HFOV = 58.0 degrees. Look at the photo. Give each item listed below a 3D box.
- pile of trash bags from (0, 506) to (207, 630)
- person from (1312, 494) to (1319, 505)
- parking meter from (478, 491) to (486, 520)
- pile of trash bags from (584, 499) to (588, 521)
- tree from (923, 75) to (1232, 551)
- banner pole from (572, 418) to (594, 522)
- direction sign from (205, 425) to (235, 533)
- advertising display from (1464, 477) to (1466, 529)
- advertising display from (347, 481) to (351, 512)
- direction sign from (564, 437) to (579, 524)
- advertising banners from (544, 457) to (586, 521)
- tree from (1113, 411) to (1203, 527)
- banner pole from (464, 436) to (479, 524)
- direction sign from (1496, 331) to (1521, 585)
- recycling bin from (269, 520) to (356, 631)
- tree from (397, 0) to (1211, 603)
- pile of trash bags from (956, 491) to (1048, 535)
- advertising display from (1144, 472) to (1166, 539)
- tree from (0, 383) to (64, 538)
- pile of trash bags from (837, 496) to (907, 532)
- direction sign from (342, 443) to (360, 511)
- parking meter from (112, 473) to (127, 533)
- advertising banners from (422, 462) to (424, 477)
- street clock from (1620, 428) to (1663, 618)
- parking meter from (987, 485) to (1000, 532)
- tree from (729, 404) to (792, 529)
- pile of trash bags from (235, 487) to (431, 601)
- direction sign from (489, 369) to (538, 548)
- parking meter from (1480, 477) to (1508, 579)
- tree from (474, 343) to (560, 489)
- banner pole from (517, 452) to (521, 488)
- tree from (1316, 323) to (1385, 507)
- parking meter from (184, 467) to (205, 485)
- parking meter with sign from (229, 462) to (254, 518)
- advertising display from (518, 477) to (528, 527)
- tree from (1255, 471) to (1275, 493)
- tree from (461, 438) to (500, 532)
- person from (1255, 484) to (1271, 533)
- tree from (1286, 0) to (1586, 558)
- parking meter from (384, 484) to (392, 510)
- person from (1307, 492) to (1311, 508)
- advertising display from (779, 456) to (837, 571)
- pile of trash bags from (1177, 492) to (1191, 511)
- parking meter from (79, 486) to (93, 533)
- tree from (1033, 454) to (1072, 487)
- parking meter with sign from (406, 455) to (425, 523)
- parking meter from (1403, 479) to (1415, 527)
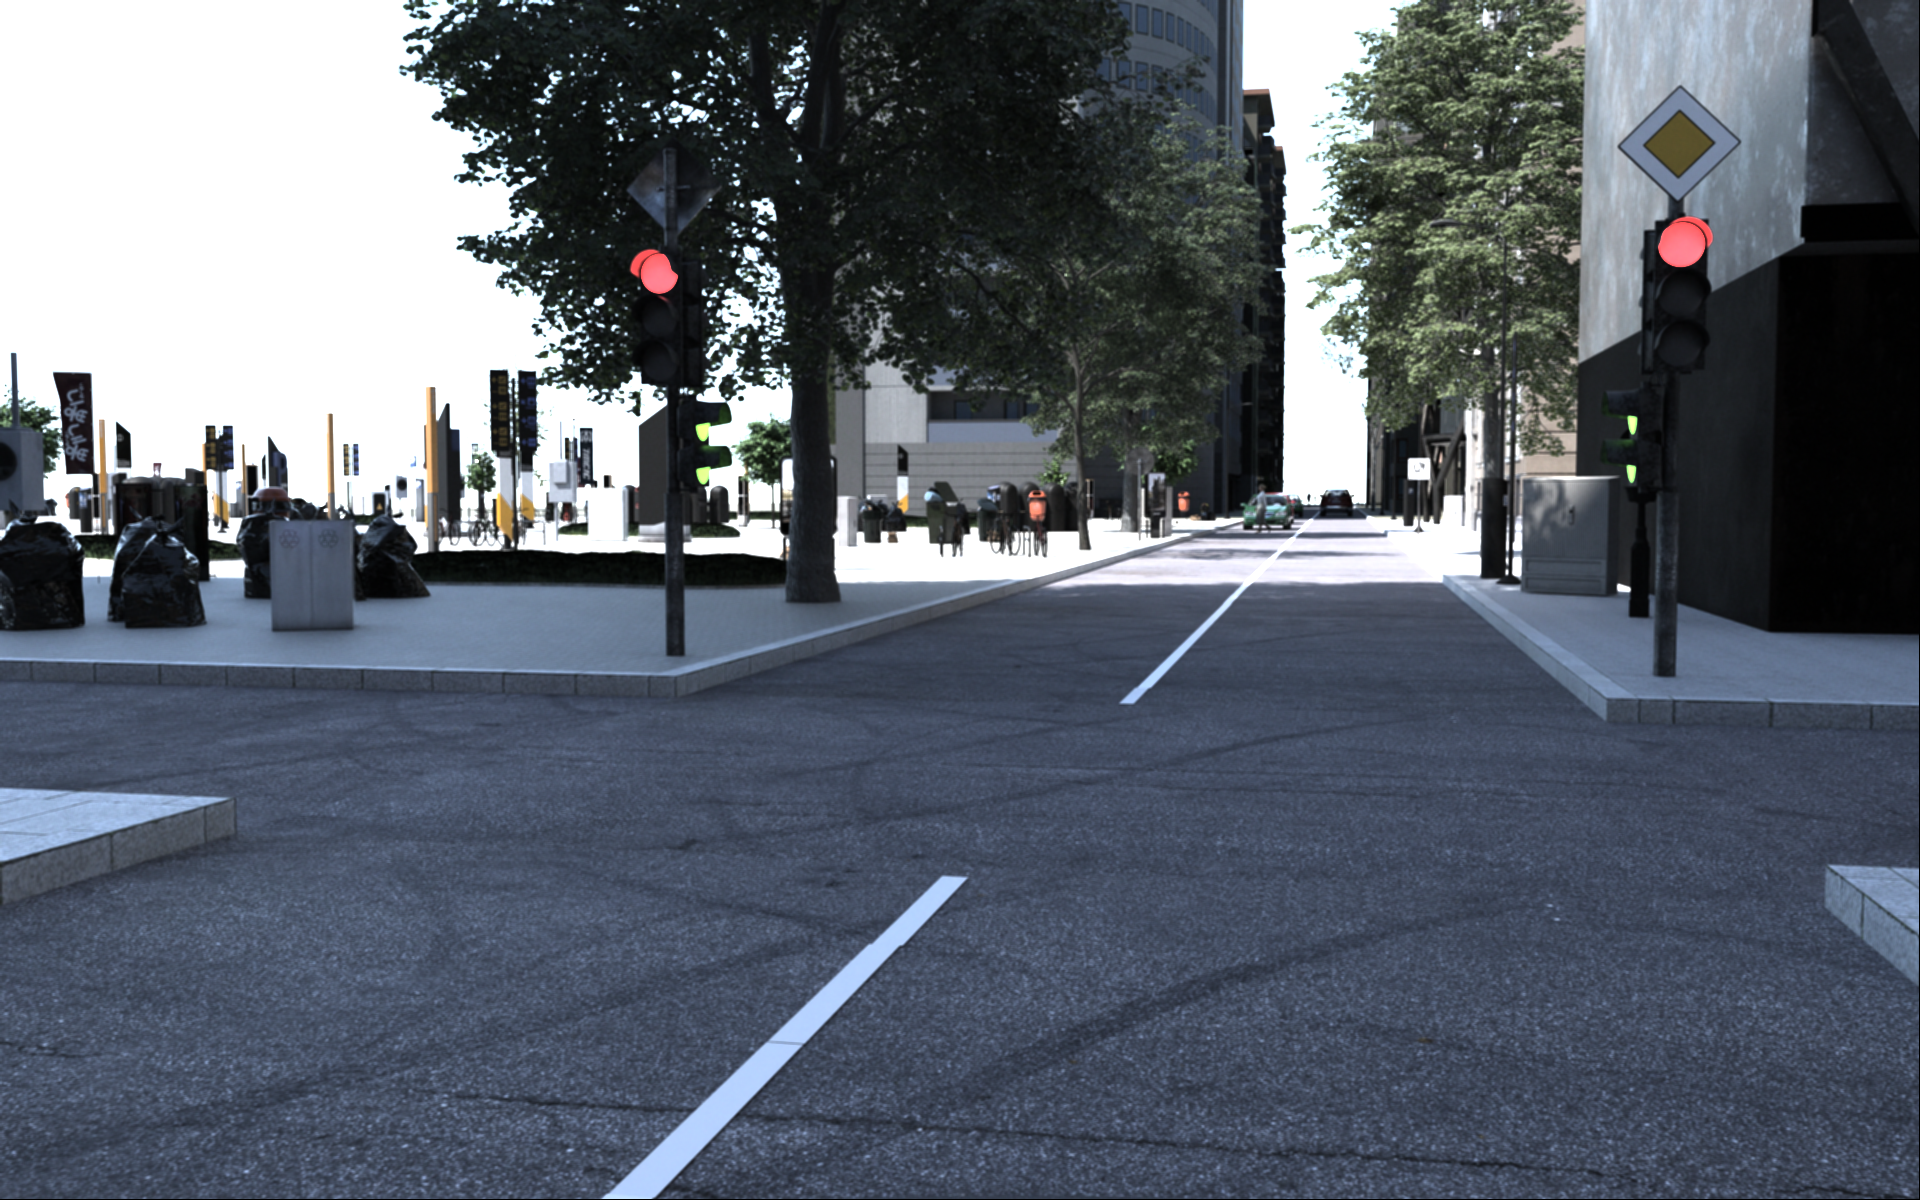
[{"bbox_3d":[-9.218,-0.443,16.998,3.447,1.369,1.912,-1,4,-16],"label":"pile of trash bags"},{"bbox_3d":[45.991,-12.990,224.149,0.557,1.426,1.065,-3,4,-36],"label":"person"},{"bbox_3d":[-24.047,-4.810,87.058,0.372,1.533,0.369,0,3,0],"label":"parking meter"},{"bbox_3d":[-17.312,-4.557,84.259,1.912,1.369,3.447,-1,4,-10],"label":"pile of trash bags"},{"bbox_3d":[2.505,-6.407,39.172,7.601,10.594,8.767,0,4,1],"label":"tree"},{"bbox_3d":[-12.419,-4.088,56.862,0.863,3.779,0.401,-1,4,-17],"label":"banner pole"},{"bbox_3d":[-24.173,-3.952,56.616,0.876,3.537,0.379,-1,4,-14],"label":"direction sign"},{"bbox_3d":[19.024,-3.591,63.919,0.123,1.923,0.974,-2,4,-35],"label":"advertising display"},{"bbox_3d":[-29.540,-4.806,83.786,0.123,1.923,0.974,-1,4,-13],"label":"advertising display"},{"bbox_3d":[-15.423,-4.697,68.790,0.379,3.537,0.876,2,4,24],"label":"direction sign"},{"bbox_3d":[-18.559,-5.226,81.635,2.074,3.025,0.090,-1,4,-10],"label":"advertising banners"},{"bbox_3d":[7.679,-5.107,67.213,4.285,4.588,4.351,0,3,0],"label":"tree"},{"bbox_3d":[-20.934,-5.160,74.386,0.863,3.779,0.401,2,4,27],"label":"banner pole"},{"bbox_3d":[7.846,-1.994,24.593,0.379,3.537,0.876,1,4,15],"label":"direction sign"},{"bbox_3d":[-6.186,-0.246,16.576,0.722,1.027,0.722,-1,4,-17],"label":"recycling bin"},{"bbox_3d":[-1.872,-6.949,20.265,9.857,13.997,8.962,0,3,0],"label":"tree"},{"bbox_3d":[1.091,-2.765,54.963,3.447,1.369,1.912,1,4,14],"label":"pile of trash bags"},{"bbox_3d":[5.648,-2.744,50.084,0.123,1.923,0.974,3,5,40],"label":"advertising display"},{"bbox_3d":[-28.071,-4.132,51.265,4.285,4.588,4.351,0,3,0],"label":"tree"},{"bbox_3d":[-3.616,-2.998,58.768,3.447,1.369,1.912,-1,4,-23],"label":"pile of trash bags"},{"bbox_3d":[-27.000,-5.191,76.865,0.876,3.537,0.379,1,4,19],"label":"direction sign"},{"bbox_3d":[-23.147,-2.570,47.734,0.399,1.863,0.255,3,4,36],"label":"parking meter"},{"bbox_3d":[-29.283,-6.063,95.310,0.090,3.025,2.074,-2,4,-32],"label":"advertising banners"},{"bbox_3d":[7.095,-0.824,18.037,0.471,2.002,0.358,2,4,25],"label":"street clock"},{"bbox_3d":[0.970,-2.517,49.559,0.372,1.533,0.369,0,3,0],"label":"parking meter"},{"bbox_3d":[-6.947,-4.899,63.818,4.285,4.588,4.351,0,3,0],"label":"tree"},{"bbox_3d":[-8.247,-0.752,22.042,1.912,1.369,3.447,-3,5,-43],"label":"pile of trash bags"},{"bbox_3d":[-8.143,-2.426,31.666,0.876,3.537,0.379,-2,4,-33],"label":"direction sign"},{"bbox_3d":[8.104,-1.093,26.277,0.372,1.533,0.369,0,3,0],"label":"parking meter"},{"bbox_3d":[-21.240,-8.167,83.897,4.737,8.622,4.395,0,3,0],"label":"tree"},{"bbox_3d":[-23.027,-6.199,91.365,0.401,3.779,0.863,3,5,41],"label":"banner pole"},{"bbox_3d":[41.972,-19.144,168.889,12.611,20.169,13.585,0,3,0],"label":"tree"},{"bbox_3d":[-16.650,-1.958,37.732,0.399,1.863,0.255,2,4,28],"label":"parking meter"},{"bbox_3d":[-38.414,-5.890,92.570,0.543,3.016,1.738,1,4,9],"label":"parking meter with sign"},{"bbox_3d":[-16.634,-3.742,66.395,0.123,1.923,0.974,-3,5,-41],"label":"advertising display"},{"bbox_3d":[26.232,-9.391,148.151,1.663,3.219,1.824,0,3,0],"label":"tree"},{"bbox_3d":[-16.272,-3.978,59.638,1.663,3.219,1.824,0,3,0],"label":"tree"},{"bbox_3d":[11.098,-3.345,63.411,0.641,1.798,0.478,0,4,5],"label":"person"},{"bbox_3d":[10.254,-7.119,34.527,7.486,12.596,7.792,0,3,0],"label":"tree"},{"bbox_3d":[-31.951,-5.566,96.711,0.399,1.863,0.255,-3,4,-36],"label":"parking meter"},{"bbox_3d":[37.176,-10.708,184.499,0.541,1.710,0.530,0,4,-6],"label":"person"},{"bbox_3d":[-2.548,-1.462,29.113,0.974,1.923,0.123,1,4,11],"label":"advertising display"},{"bbox_3d":[9.849,-4.612,85.156,3.447,1.369,1.912,3,5,41],"label":"pile of trash bags"},{"bbox_3d":[-28.795,-2.975,57.051,0.372,1.533,0.369,0,3,0],"label":"parking meter"},{"bbox_3d":[4.457,-5.234,80.172,1.663,3.219,1.824,0,3,0],"label":"tree"},{"bbox_3d":[-24.312,-5.031,78.519,0.543,3.016,1.738,1,4,21],"label":"parking meter with sign"},{"bbox_3d":[17.598,-3.802,67.870,0.399,1.863,0.255,-1,4,-20],"label":"parking meter"}]
